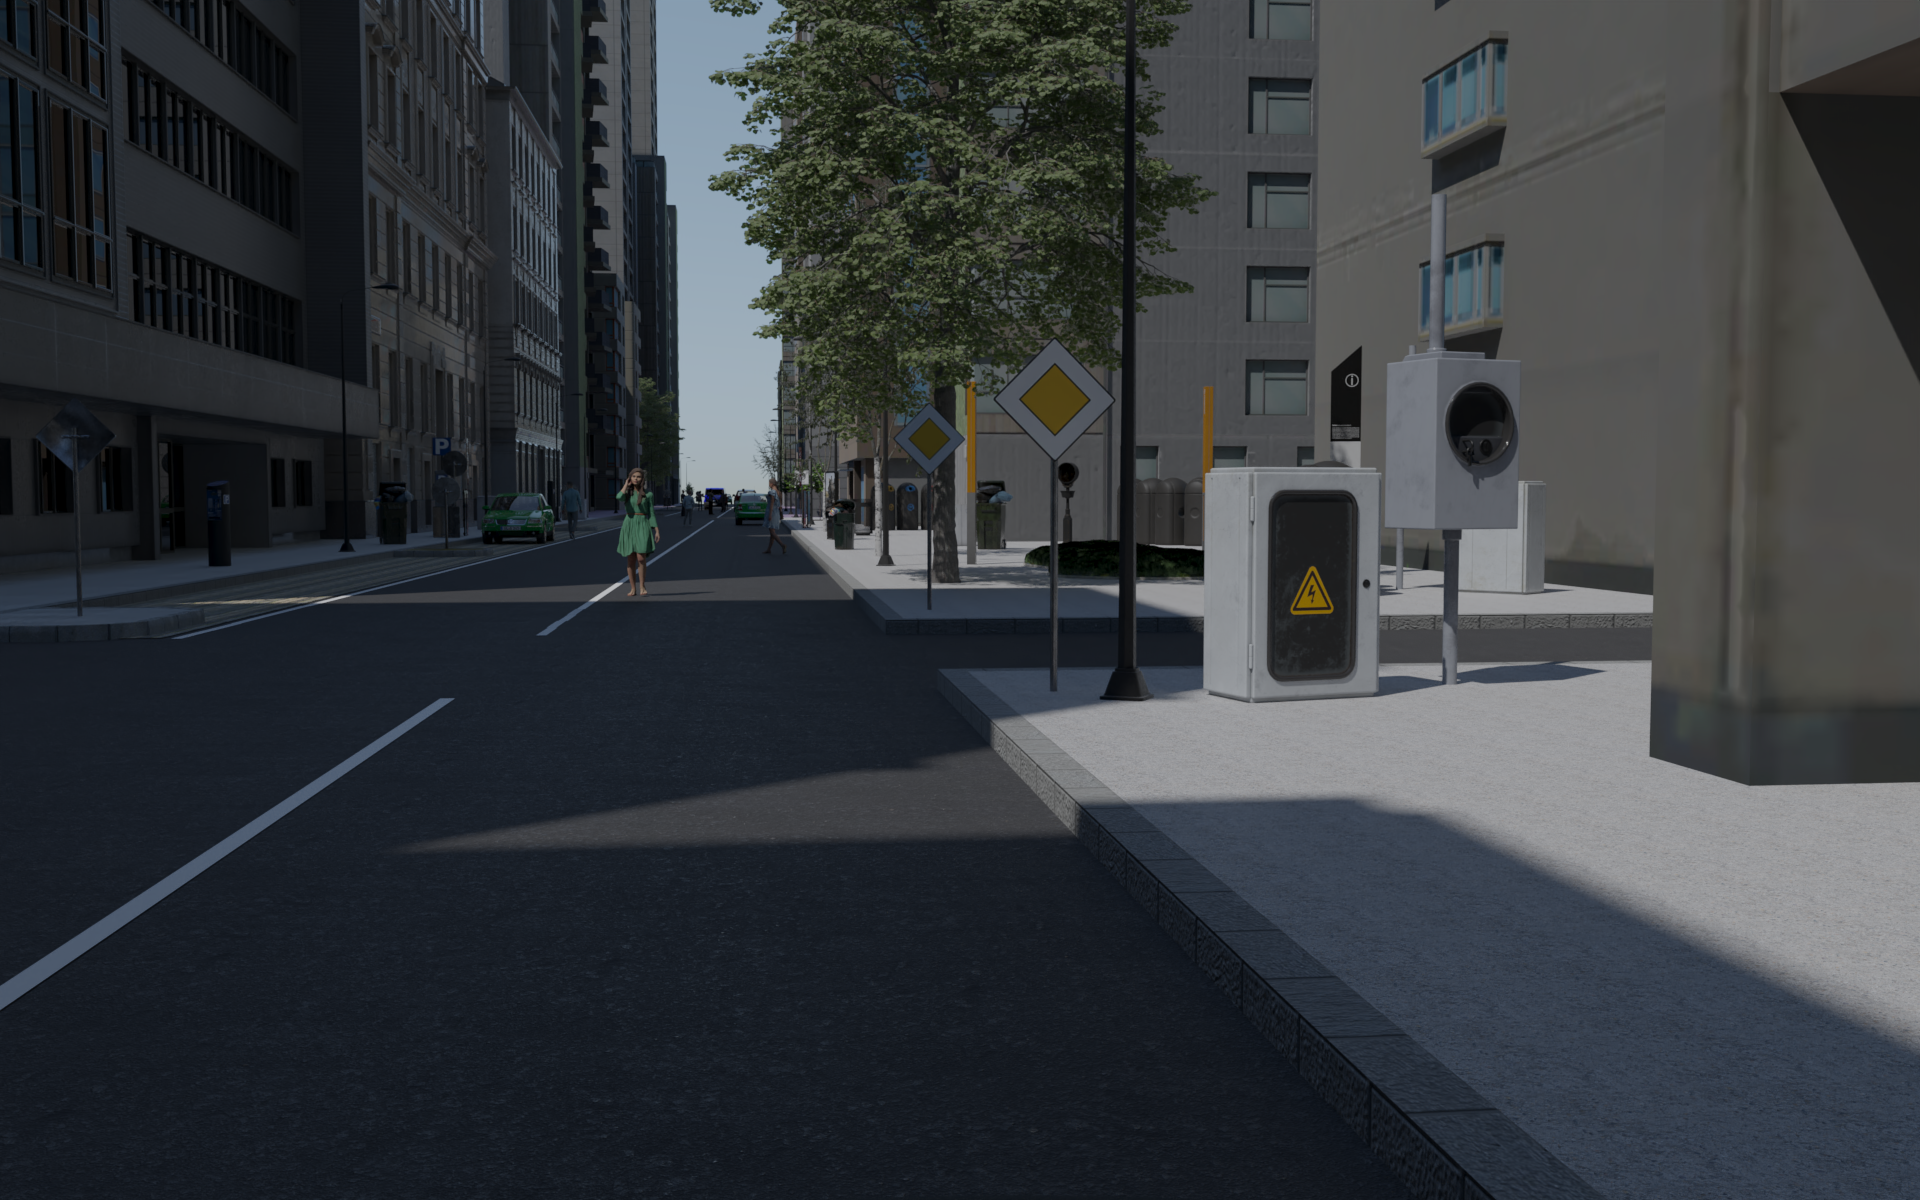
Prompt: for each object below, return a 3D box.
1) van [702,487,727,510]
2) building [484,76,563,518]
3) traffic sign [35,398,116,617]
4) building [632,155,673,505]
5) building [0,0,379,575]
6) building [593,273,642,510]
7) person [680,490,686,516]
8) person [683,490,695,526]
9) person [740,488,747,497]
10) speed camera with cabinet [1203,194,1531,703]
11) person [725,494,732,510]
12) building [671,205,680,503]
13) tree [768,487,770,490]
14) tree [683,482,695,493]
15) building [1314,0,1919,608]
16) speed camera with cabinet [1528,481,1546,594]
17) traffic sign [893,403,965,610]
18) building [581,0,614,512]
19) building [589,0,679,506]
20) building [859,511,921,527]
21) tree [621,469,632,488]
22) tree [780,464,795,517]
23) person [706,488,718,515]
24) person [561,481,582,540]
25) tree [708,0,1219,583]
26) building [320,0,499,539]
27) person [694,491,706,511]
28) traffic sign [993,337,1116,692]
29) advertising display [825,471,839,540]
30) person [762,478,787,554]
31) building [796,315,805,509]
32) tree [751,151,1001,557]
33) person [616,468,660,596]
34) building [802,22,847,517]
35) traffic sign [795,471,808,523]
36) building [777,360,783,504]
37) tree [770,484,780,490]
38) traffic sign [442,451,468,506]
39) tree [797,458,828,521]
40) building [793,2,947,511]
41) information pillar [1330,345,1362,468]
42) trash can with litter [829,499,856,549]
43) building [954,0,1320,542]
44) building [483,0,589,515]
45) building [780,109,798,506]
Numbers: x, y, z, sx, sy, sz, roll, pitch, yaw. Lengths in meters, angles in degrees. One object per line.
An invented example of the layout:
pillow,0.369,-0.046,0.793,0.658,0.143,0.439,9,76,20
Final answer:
van,-22.429,-9.440,158.727,2.240,2.365,5.245,0,4,-5
building,-24.738,-14.256,82.236,9.793,20.994,18.267,0,4,-7
traffic sign,-9.225,-0.884,18.098,0.795,2.450,0.064,0,4,-7
building,-41.542,-31.737,202.502,14.154,41.232,14.086,0,4,-7
building,-21.241,-13.010,31.781,14.314,24.678,30.058,0,4,-7
building,-42.276,-18.559,148.481,27.650,21.520,28.899,0,4,-7
person,-17.711,-6.275,111.907,0.742,1.727,0.445,0,4,7
person,-12.000,-4.059,76.679,0.589,1.601,0.330,1,4,12
person,-15.902,-7.236,126.680,0.599,1.838,0.709,1,4,15
speed camera with cabinet,2.598,-1.026,11.114,2.038,3.252,0.660,-1,4,-22
person,-20.741,-8.685,153.763,1.065,1.426,0.557,0,4,1
building,-45.903,-33.862,237.244,14.154,41.232,14.086,0,4,-7
tree,-21.642,-12.662,201.617,1.663,3.219,1.824,0,3,0
tree,-39.360,-15.678,250.934,1.663,3.219,1.824,0,3,0
building,18.109,-24.887,30.606,21.600,48.544,21.300,0,4,-7
speed camera with cabinet,6.645,-1.741,22.800,2.038,3.252,0.660,3,5,45
traffic sign,-0.341,-0.948,19.135,0.795,2.450,0.064,0,4,-7
building,-35.864,-28.398,118.936,22.147,44.769,28.867,0,4,-7
building,-46.383,-47.719,218.450,20.563,71.187,20.611,0,4,-7
building,1.982,-25.954,74.456,14.600,45.320,14.200,0,4,-7
tree,-24.869,-8.335,130.879,1.663,3.219,1.824,0,3,0
tree,-8.938,-6.169,95.468,1.663,3.219,1.824,0,3,0
person,-17.379,-6.879,120.975,1.348,1.823,0.705,3,5,44
person,-12.326,-2.840,54.796,0.638,1.841,0.748,0,4,7
tree,0.061,-6.499,24.392,7.486,12.596,7.792,0,3,0
building,-23.890,-16.049,59.657,12.463,27.353,25.104,0,4,-7
person,-22.150,-8.465,147.610,1.217,1.736,0.721,-1,4,-13
traffic sign,0.606,-0.463,11.206,0.795,2.450,0.064,0,4,-7
advertising display,-3.591,-2.652,48.575,0.123,1.923,0.974,-1,4,-20
person,-4.400,-2.001,41.316,0.778,1.811,0.616,2,4,35
building,0.815,-18.162,141.980,27.650,21.520,28.899,0,4,-7
tree,-1.496,-5.190,35.217,4.360,8.622,3.978,0,3,0
person,-4.523,-0.952,24.309,0.600,1.795,0.529,-1,4,-15
building,0.480,-34.764,110.395,21.231,58.520,28.212,0,4,-7
traffic sign,-6.949,-4.530,76.187,0.606,2.300,0.079,0,4,2
building,-11.091,-24.099,239.065,27.650,21.520,28.899,0,4,-7
tree,-14.756,-9.307,146.764,1.663,3.219,1.824,0,3,0
traffic sign,-14.859,-3.108,50.929,0.768,2.556,0.104,0,4,1
tree,-6.881,-5.437,83.489,1.663,3.219,1.824,0,3,0
building,-8.394,-31.297,161.819,14.600,45.320,14.200,0,4,-7
information pillar,6.099,-2.202,27.353,0.504,3.616,0.183,1,4,13
trash can with litter,-2.751,-1.758,40.137,0.624,1.170,1.055,-1,4,-9
building,6.422,-22.584,52.851,14.154,41.232,14.086,0,4,-7
building,-29.066,-25.346,98.009,14.154,41.232,14.086,0,4,-7
building,-12.234,-30.786,186.942,14.154,41.232,14.086,0,4,-7
